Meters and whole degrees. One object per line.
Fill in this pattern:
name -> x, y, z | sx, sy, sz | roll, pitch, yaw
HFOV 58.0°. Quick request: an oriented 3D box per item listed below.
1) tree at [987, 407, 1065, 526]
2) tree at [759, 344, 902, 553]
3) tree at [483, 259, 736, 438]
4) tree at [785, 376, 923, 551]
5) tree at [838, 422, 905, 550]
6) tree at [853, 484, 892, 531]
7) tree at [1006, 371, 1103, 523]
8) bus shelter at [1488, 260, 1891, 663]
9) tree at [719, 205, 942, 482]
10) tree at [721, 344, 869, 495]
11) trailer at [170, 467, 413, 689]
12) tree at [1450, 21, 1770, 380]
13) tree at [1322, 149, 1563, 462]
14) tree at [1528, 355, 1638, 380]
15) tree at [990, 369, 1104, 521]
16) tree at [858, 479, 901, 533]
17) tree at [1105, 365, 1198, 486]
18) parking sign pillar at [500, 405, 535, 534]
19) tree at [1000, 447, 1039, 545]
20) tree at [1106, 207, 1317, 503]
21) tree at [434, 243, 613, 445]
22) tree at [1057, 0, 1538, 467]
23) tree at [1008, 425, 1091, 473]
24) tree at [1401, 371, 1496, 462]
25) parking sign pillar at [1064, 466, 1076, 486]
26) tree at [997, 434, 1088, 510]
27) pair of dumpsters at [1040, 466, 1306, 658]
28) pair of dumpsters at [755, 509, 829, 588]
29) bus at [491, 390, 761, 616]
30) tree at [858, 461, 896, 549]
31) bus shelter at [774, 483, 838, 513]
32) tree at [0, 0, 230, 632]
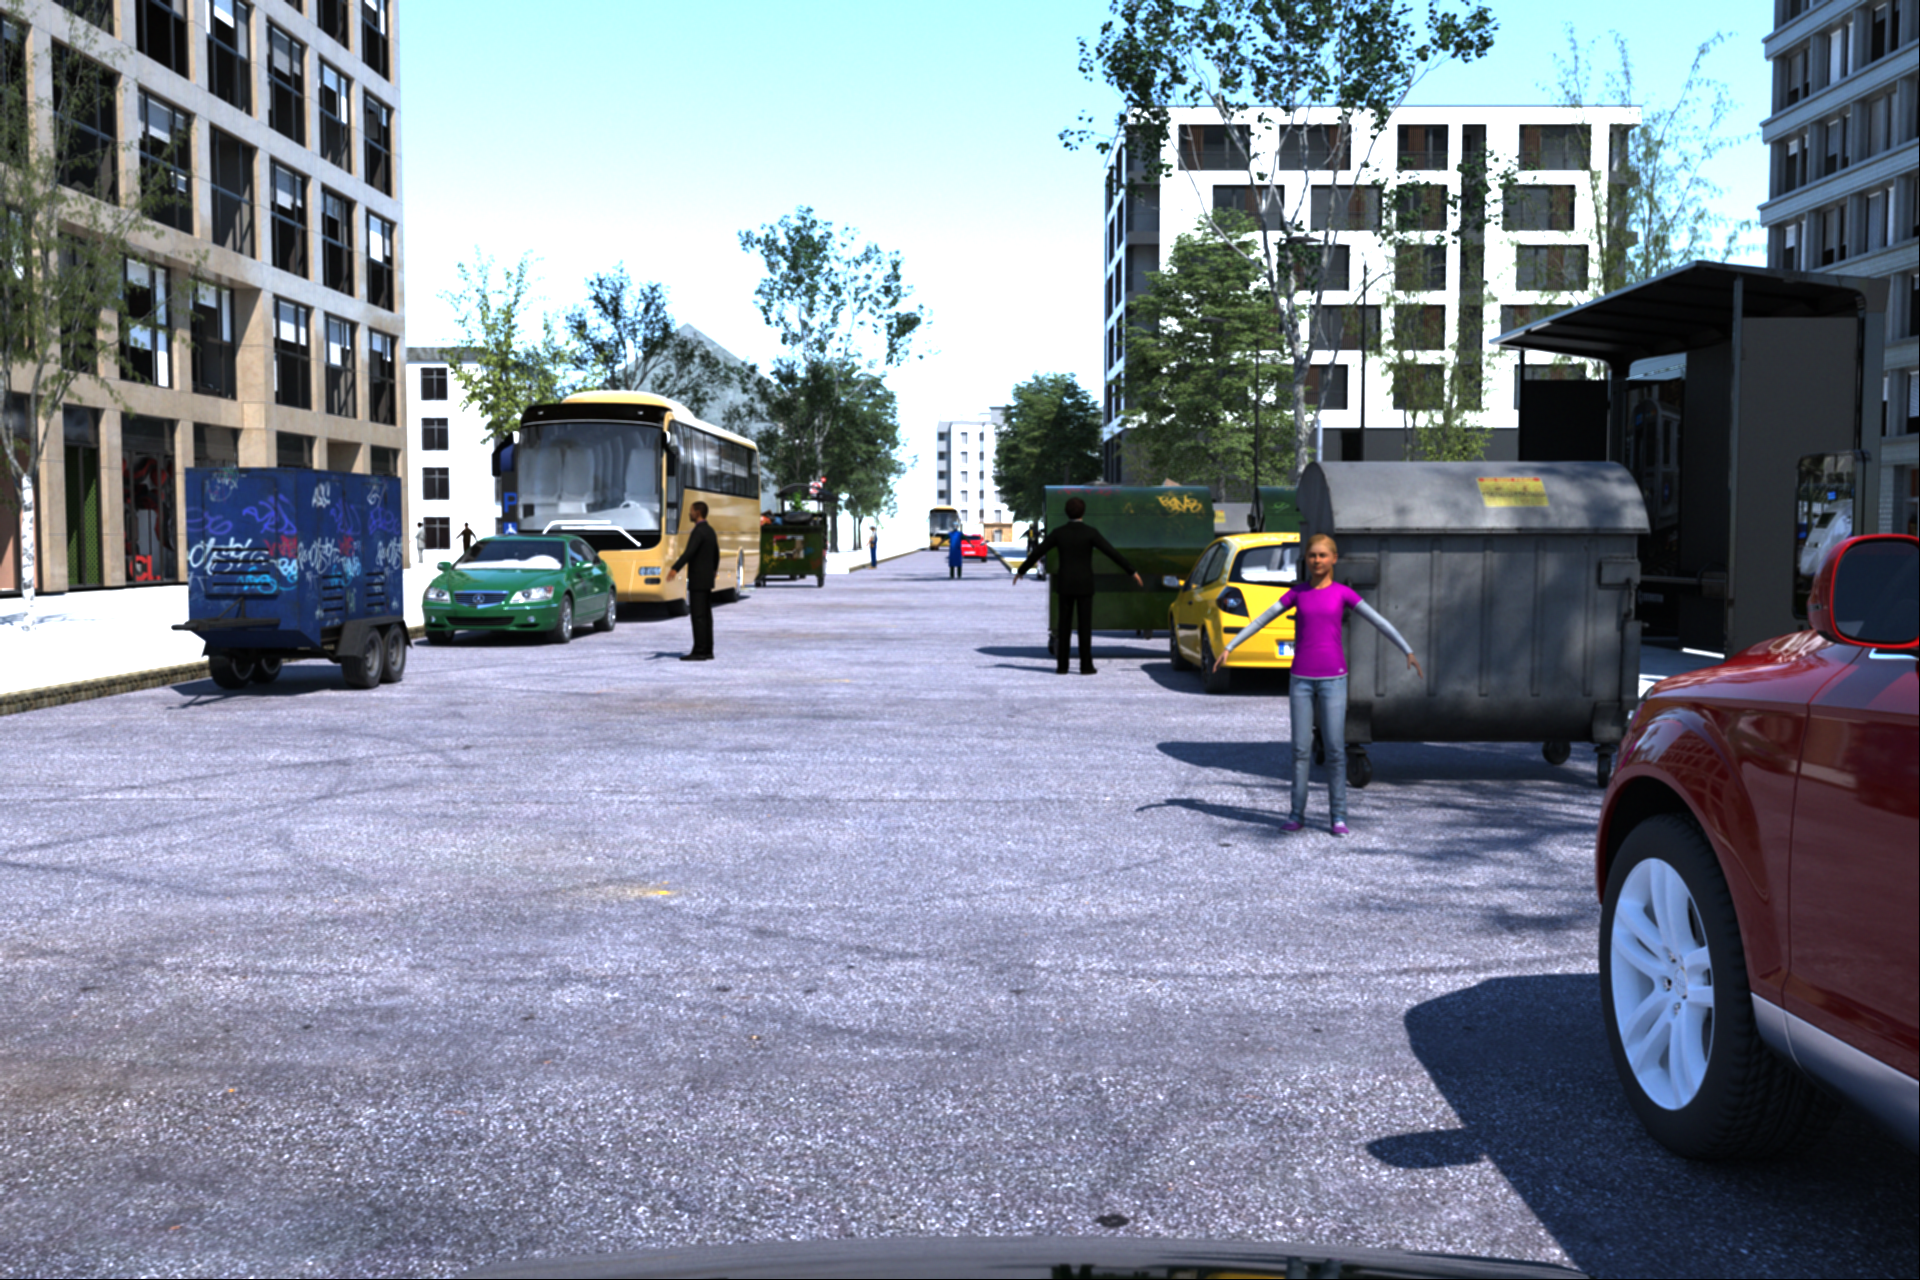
tree -> 7.255, -16.019, 168.560 | 9.857, 13.997, 8.962 | 0, 3, 0
tree -> -8.612, -12.829, 116.409 | 9.857, 13.997, 8.962 | 0, 3, 0
tree -> -12.127, -7.659, 59.630 | 8.767, 10.594, 7.601 | -1, 4, -14
tree -> -7.974, -13.509, 131.234 | 12.009, 13.543, 11.850 | 0, 3, 0
tree -> -8.317, -13.367, 144.299 | 9.928, 11.665, 9.643 | 0, 3, 0
tree -> -7.992, -13.262, 167.197 | 4.360, 8.622, 3.978 | 0, 3, 0
tree -> 7.018, -12.375, 120.466 | 7.486, 12.596, 7.792 | 0, 3, 0
bus shelter -> 7.202, -1.632, 17.968 | 1.731, 3.624, 6.357 | 0, 4, 1
tree -> -7.457, -14.828, 98.321 | 12.611, 20.169, 13.585 | 0, 3, 0
tree -> -8.668, -9.283, 86.183 | 8.767, 10.594, 7.601 | 0, 4, 0
trailer -> -6.142, -0.523, 15.597 | 1.471, 1.999, 3.904 | 0, 4, 1
tree -> 9.805, -4.549, 24.737 | 4.360, 8.622, 3.978 | 0, 3, 0
tree -> 8.738, -5.109, 33.887 | 4.360, 8.622, 3.978 | 0, 3, 0
tree -> 22.692, -6.991, 64.673 | 4.360, 8.622, 3.978 | 0, 3, 0
tree -> 6.974, -13.817, 132.561 | 9.857, 13.997, 8.962 | 0, 3, 0
tree -> -12.301, -19.976, 261.014 | 7.601, 10.594, 8.767 | 0, 4, 6
tree -> 8.285, -7.604, 74.686 | 4.360, 8.622, 3.978 | 0, 3, 0
parking sign pillar -> -9.042, -2.878, 35.526 | 1.447, 3.967, 1.447 | 0, 4, 0
tree -> 7.263, -14.254, 158.810 | 9.928, 11.665, 9.643 | 0, 3, 0
tree -> 8.841, -8.746, 61.122 | 7.486, 12.596, 7.792 | 0, 3, 0
tree -> -11.423, -5.765, 44.623 | 4.737, 8.622, 4.395 | 0, 3, 0
tree -> 8.933, -11.615, 45.788 | 12.611, 20.169, 13.585 | 0, 3, 0
tree -> 7.797, -13.753, 150.612 | 9.928, 11.665, 9.643 | 0, 3, 0
tree -> 21.807, -7.735, 76.823 | 4.737, 8.622, 4.395 | 0, 3, 0
parking sign pillar -> 4.384, -4.954, 69.472 | 1.447, 3.967, 1.447 | 0, 4, 0
tree -> 7.157, -12.747, 142.829 | 8.767, 10.594, 7.601 | 0, 4, 5
pair of dumpsters -> 3.145, -0.931, 20.168 | 4.436, 2.255, 1.574 | 0, 4, 1
pair of dumpsters -> -5.776, -2.550, 46.636 | 4.436, 2.255, 1.574 | 0, 3, 0
bus -> -5.872, -2.559, 33.391 | 2.896, 3.916, 12.252 | 0, 4, 1
tree -> -8.086, -12.339, 152.112 | 4.360, 8.622, 3.978 | 0, 3, 0
bus shelter -> -6.324, -4.766, 71.841 | 2.014, 3.302, 5.546 | 0, 4, 2
tree -> -12.339, -4.401, 22.314 | 4.360, 8.622, 3.978 | 0, 3, 0
